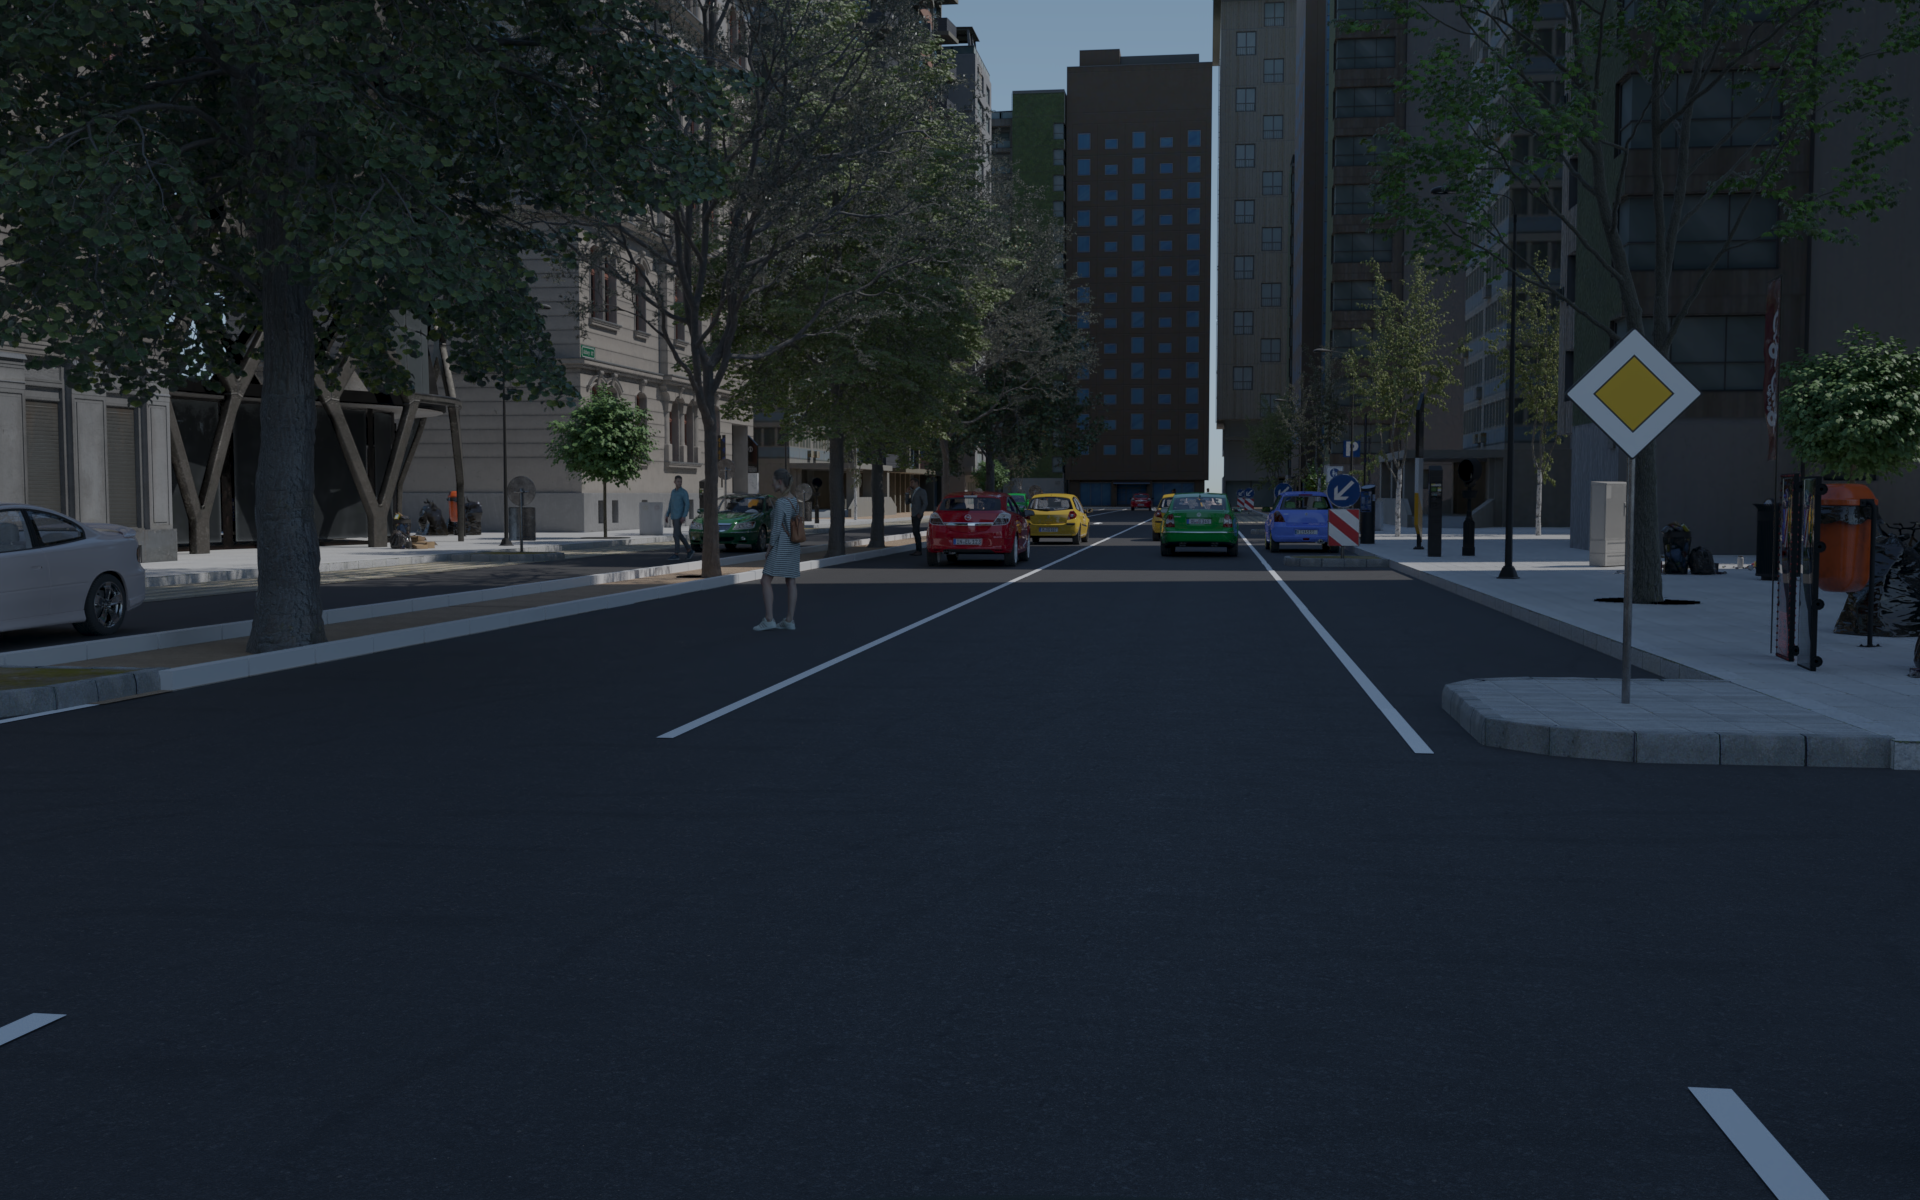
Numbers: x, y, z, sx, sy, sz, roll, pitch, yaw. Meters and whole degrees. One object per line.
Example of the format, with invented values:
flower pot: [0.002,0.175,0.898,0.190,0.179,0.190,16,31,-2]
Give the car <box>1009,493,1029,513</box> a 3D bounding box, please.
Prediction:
car: [3.299,-5.830,104.119,1.959,1.807,4.718,0,4,7]

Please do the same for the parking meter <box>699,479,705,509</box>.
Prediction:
parking meter: [-9.699,-3.672,65.740,0.255,1.863,0.399,2,4,30]

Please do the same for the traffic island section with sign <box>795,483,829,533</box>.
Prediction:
traffic island section with sign: [-5.856,-3.394,64.123,1.989,1.847,2.006,0,4,8]

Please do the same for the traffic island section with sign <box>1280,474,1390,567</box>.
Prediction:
traffic island section with sign: [7.574,-1.612,34.977,1.989,1.847,2.006,0,4,8]

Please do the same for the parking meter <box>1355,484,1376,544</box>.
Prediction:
parking meter: [10.491,-2.211,44.554,0.372,1.533,0.369,0,3,0]

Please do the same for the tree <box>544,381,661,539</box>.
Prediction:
tree: [-10.173,-4.053,49.973,4.285,4.588,4.351,0,3,0]

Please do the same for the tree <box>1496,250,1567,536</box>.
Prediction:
tree: [18.119,-6.295,53.285,4.737,8.622,4.395,0,3,0]

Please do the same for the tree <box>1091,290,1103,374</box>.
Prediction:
tree: [-0.453,-8.749,55.869,12.009,13.543,11.850,0,3,0]

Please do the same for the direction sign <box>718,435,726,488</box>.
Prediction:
direction sign: [-9.136,-4.555,66.479,0.379,3.537,0.876,-2,4,-26]

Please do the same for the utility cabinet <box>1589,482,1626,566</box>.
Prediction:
utility cabinet: [11.617,-1.349,30.736,1.173,1.500,0.318,-3,5,-43]

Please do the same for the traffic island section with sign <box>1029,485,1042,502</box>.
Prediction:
traffic island section with sign: [3.674,-4.777,86.236,2.006,1.907,1.989,0,4,8]

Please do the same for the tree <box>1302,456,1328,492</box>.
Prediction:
tree: [18.080,-5.763,88.834,1.663,3.219,1.824,0,3,0]

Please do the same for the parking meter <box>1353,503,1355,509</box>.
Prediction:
parking meter: [13.746,-3.137,59.697,0.372,1.533,0.369,0,3,0]

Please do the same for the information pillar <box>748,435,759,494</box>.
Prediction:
information pillar: [-8.212,-4.732,68.717,0.504,3.616,0.183,2,4,32]

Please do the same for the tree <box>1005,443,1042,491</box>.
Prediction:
tree: [5.665,-12.926,161.704,4.360,8.622,3.978,0,3,0]

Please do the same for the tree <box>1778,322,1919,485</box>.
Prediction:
tree: [17.215,-3.026,33.185,4.285,4.588,4.351,0,3,0]

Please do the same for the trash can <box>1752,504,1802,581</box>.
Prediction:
trash can: [12.175,-0.862,25.754,0.748,1.137,0.748,0,3,0]

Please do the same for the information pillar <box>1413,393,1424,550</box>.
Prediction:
information pillar: [10.601,-2.974,39.975,0.183,3.616,0.504,2,4,27]

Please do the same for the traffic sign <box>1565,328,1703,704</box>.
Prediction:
traffic sign: [4.076,-0.422,10.550,0.795,2.450,0.064,0,4,8]

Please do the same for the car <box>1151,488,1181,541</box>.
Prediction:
car: [6.950,-2.685,54.116,2.015,1.641,3.980,1,4,10]

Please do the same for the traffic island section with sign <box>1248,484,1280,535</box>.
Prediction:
traffic island section with sign: [11.425,-3.260,61.927,1.989,1.847,2.006,0,4,8]

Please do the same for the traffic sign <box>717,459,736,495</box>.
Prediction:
traffic sign: [-8.412,-3.795,62.149,0.768,2.556,0.104,1,4,15]

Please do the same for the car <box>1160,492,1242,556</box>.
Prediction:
car: [5.723,-1.983,41.226,1.959,1.807,4.718,1,4,9]

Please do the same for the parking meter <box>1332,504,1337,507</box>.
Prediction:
parking meter: [13.658,-3.320,62.696,0.372,1.533,0.369,0,3,0]

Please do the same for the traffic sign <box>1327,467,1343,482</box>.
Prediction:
traffic sign: [13.873,-3.794,64.156,0.606,2.300,0.079,1,4,15]

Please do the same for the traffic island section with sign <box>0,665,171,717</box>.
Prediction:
traffic island section with sign: [-6.912,-0.227,11.844,2.006,1.907,1.989,0,4,8]

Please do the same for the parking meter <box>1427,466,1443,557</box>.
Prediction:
parking meter: [9.713,-1.816,35.406,0.255,1.863,0.399,1,4,11]

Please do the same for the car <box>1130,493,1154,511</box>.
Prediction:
car: [15.848,-8.685,151.038,2.155,1.783,4.494,0,4,8]

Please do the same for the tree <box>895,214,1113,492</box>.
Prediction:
tree: [1.217,-9.182,69.583,9.611,12.733,9.660,0,3,0]

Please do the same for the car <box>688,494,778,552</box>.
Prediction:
car: [-5.537,-1.999,44.484,2.131,1.459,4.920,1,4,9]

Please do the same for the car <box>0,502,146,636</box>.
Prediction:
car: [-9.708,-0.244,16.358,2.083,1.381,4.827,0,4,7]

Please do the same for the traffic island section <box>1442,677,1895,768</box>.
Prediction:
traffic island section: [4.100,0.713,10.623,2.009,0.180,2.903,0,4,8]

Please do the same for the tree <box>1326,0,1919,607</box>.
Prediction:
tree: [8.080,-5.775,20.177,9.928,11.665,9.643,0,3,0]

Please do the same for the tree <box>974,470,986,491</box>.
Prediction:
tree: [1.938,-8.747,137.613,1.663,3.219,1.824,0,3,0]

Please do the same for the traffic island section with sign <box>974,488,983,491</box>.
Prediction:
traffic island section with sign: [1.216,-6.434,113.821,1.989,1.847,2.006,0,4,8]

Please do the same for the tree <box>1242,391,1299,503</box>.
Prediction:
tree: [23.025,-10.776,126.550,4.737,8.622,4.395,0,3,0]

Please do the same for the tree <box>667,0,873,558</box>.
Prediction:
tree: [-2.799,-7.221,38.655,7.486,12.596,7.792,0,3,0]

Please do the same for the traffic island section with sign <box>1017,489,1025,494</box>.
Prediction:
traffic island section with sign: [5.002,-8.066,140.510,1.989,1.847,2.006,0,4,8]

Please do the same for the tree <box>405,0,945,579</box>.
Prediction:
tree: [-4.215,-7.099,28.899,12.009,13.543,11.850,0,3,0]

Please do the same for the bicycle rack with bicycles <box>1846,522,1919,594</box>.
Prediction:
bicycle rack with bicycles: [12.293,-0.491,21.416,2.925,0.926,2.852,0,4,-6]

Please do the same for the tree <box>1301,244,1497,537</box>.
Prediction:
tree: [13.176,-6.205,51.814,4.737,8.622,4.395,0,3,0]

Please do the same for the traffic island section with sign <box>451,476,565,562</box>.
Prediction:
traffic island section with sign: [-9.667,-1.762,37.433,1.989,1.847,2.006,0,4,8]

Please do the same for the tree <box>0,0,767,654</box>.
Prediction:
tree: [-6.088,-6.498,15.348,9.857,13.997,8.962,0,3,0]

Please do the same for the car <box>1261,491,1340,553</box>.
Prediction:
car: [8.589,-2.081,43.614,1.945,1.707,3.694,0,4,7]

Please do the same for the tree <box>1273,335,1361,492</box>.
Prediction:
tree: [16.774,-7.994,81.059,4.360,8.622,3.978,0,3,0]

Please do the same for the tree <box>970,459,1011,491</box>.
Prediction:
tree: [2.494,-9.913,145.792,4.285,4.588,4.351,0,3,0]

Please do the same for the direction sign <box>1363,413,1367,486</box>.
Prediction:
direction sign: [11.450,-3.485,48.985,0.379,3.537,0.876,1,4,10]

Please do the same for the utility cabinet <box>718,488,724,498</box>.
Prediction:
utility cabinet: [-8.373,-3.085,59.114,0.318,1.500,1.173,0,4,8]

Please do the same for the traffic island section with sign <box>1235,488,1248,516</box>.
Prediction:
traffic island section with sign: [18.458,-6.284,111.364,1.989,1.847,2.006,0,4,8]

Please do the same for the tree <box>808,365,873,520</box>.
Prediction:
tree: [-5.366,-8.247,85.196,4.360,8.622,3.978,0,3,0]

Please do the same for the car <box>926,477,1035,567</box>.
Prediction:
car: [0.430,-1.637,35.801,2.155,1.783,4.494,0,4,7]

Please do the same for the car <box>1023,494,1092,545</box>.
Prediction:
car: [2.794,-2.458,50.407,2.015,1.641,3.980,1,4,9]
